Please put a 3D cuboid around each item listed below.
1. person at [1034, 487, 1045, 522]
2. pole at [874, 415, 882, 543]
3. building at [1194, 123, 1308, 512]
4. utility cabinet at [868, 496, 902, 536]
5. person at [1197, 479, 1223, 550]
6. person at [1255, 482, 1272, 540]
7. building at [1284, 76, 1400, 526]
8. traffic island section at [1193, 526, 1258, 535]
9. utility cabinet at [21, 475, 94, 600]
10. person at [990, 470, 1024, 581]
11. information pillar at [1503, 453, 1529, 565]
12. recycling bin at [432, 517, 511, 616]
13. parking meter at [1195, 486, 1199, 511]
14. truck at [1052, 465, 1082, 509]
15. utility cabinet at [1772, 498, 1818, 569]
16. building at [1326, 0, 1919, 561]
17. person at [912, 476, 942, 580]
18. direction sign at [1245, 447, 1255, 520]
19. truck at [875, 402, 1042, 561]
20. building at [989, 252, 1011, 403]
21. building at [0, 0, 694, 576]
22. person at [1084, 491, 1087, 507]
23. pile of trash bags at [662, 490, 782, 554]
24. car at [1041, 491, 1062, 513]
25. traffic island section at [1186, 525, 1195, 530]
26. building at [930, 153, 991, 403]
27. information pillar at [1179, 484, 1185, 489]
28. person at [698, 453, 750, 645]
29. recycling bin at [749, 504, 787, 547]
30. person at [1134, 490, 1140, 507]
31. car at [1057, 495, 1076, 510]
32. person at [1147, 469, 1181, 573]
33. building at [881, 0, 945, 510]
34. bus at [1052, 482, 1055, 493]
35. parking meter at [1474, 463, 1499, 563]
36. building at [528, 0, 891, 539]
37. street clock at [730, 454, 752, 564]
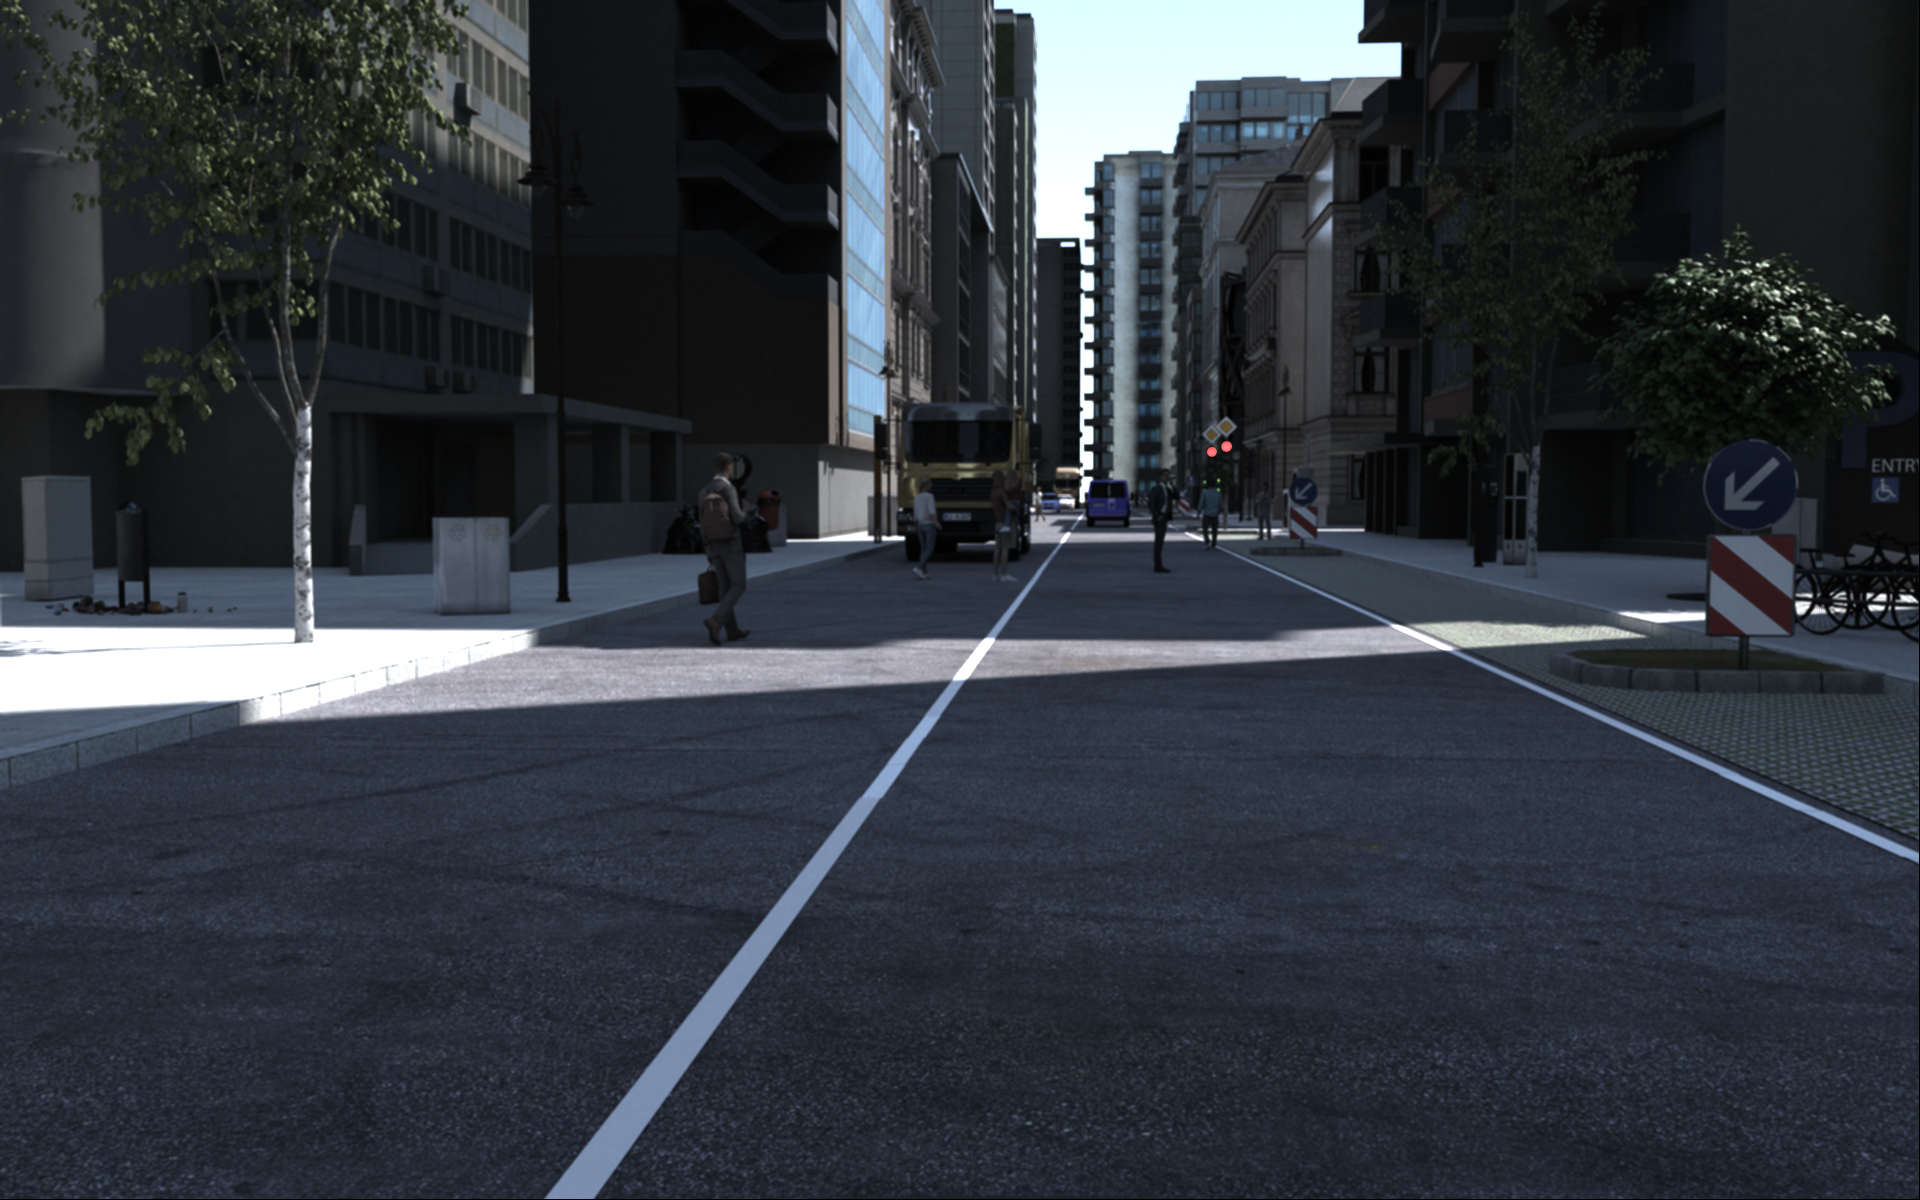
[{"bbox_3d":[4.167,-4.986,90.253,0.641,1.798,0.478,3,4,38],"label":"person"},{"bbox_3d":[-2.138,-3.132,45.048,0.158,3.312,0.155,0,3,0],"label":"pole"},{"bbox_3d":[25.551,-21.304,134.228,13.634,28.700,20.117,0,4,5],"label":"building"},{"bbox_3d":[-2.319,-2.587,53.467,1.020,1.237,0.306,1,4,14],"label":"utility cabinet"},{"bbox_3d":[6.459,-2.210,44.651,0.660,1.820,0.620,-1,4,-8],"label":"person"},{"bbox_3d":[9.481,-2.777,54.089,0.511,1.800,0.466,1,4,18],"label":"person"},{"bbox_3d":[24.361,-12.808,74.039,19.286,19.102,10.561,0,4,5],"label":"building"},{"bbox_3d":[9.569,-2.450,62.340,2.009,0.180,2.903,0,4,5],"label":"traffic island section"},{"bbox_3d":[-11.037,-0.765,21.184,0.318,1.500,1.173,0,4,-3],"label":"utility cabinet"},{"bbox_3d":[0.752,-1.225,28.510,0.580,1.828,0.573,1,4,16],"label":"person"},{"bbox_3d":[10.041,-1.640,31.299,0.304,2.012,0.304,-1,4,-21],"label":"information pillar"},{"bbox_3d":[-5.278,-0.376,18.702,0.722,1.027,0.722,-2,4,-23],"label":"recycling bin"},{"bbox_3d":[18.266,-7.806,133.346,0.255,1.863,0.399,0,4,-1],"label":"parking meter"},{"bbox_3d":[10.495,-11.008,168.889,2.839,4.237,11.283,0,4,4],"label":"truck"},{"bbox_3d":[14.245,-1.127,29.581,0.306,1.237,1.020,0,4,0],"label":"utility cabinet"},{"bbox_3d":[22.465,-23.864,44.793,22.147,44.769,28.867,0,4,5],"label":"building"},{"bbox_3d":[-0.589,-1.218,29.080,0.731,1.740,0.598,3,4,36],"label":"person"},{"bbox_3d":[14.147,-5.662,84.574,0.379,3.537,0.876,-1,4,-20],"label":"direction sign"},{"bbox_3d":[0.229,-2.667,39.536,3.469,3.379,9.791,0,4,4],"label":"truck"},{"bbox_3d":[-1.430,-17.478,134.915,9.793,20.994,18.267,0,4,5],"label":"building"},{"bbox_3d":[-22.792,-21.011,35.415,32.217,40.220,23.993,0,4,5],"label":"building"},{"bbox_3d":[14.267,-11.487,196.332,0.705,1.822,1.348,-1,4,-11],"label":"person"},{"bbox_3d":[-4.953,-1.738,38.171,1.912,1.369,3.447,2,4,25],"label":"pile of trash bags"},{"bbox_3d":[6.942,-7.656,134.761,1.945,1.707,3.694,0,4,4],"label":"car"},{"bbox_3d":[10.205,-2.937,70.300,2.009,0.180,2.903,0,4,5],"label":"traffic island section"},{"bbox_3d":[-6.014,-17.846,110.853,14.314,24.678,30.058,0,4,5],"label":"building"},{"bbox_3d":[16.247,-7.486,126.883,0.304,2.012,0.304,-1,4,-18],"label":"information pillar"},{"bbox_3d":[-2.299,-0.505,16.713,0.622,1.834,0.822,2,4,32],"label":"person"},{"bbox_3d":[-4.700,-1.810,42.140,0.722,1.027,0.722,2,4,27],"label":"recycling bin"},{"bbox_3d":[19.763,-11.358,194.143,0.705,1.831,1.348,3,5,43],"label":"person"},{"bbox_3d":[9.421,-8.820,156.573,2.083,1.381,4.827,0,4,4],"label":"car"},{"bbox_3d":[3.767,-1.470,31.893,0.474,1.900,0.648,2,4,30],"label":"person"},{"bbox_3d":[-8.573,-18.117,83.610,14.401,28.519,23.554,0,4,5],"label":"building"},{"bbox_3d":[12.156,-12.365,197.035,2.948,3.499,13.247,0,4,5],"label":"bus"},{"bbox_3d":[9.899,-1.643,32.569,0.255,1.863,0.399,-2,4,-30],"label":"parking meter"},{"bbox_3d":[-10.113,-24.783,55.308,14.200,45.320,14.600,0,4,5],"label":"building"},{"bbox_3d":[-4.033,-1.647,31.499,0.471,2.002,0.358,2,4,27],"label":"street clock"}]
